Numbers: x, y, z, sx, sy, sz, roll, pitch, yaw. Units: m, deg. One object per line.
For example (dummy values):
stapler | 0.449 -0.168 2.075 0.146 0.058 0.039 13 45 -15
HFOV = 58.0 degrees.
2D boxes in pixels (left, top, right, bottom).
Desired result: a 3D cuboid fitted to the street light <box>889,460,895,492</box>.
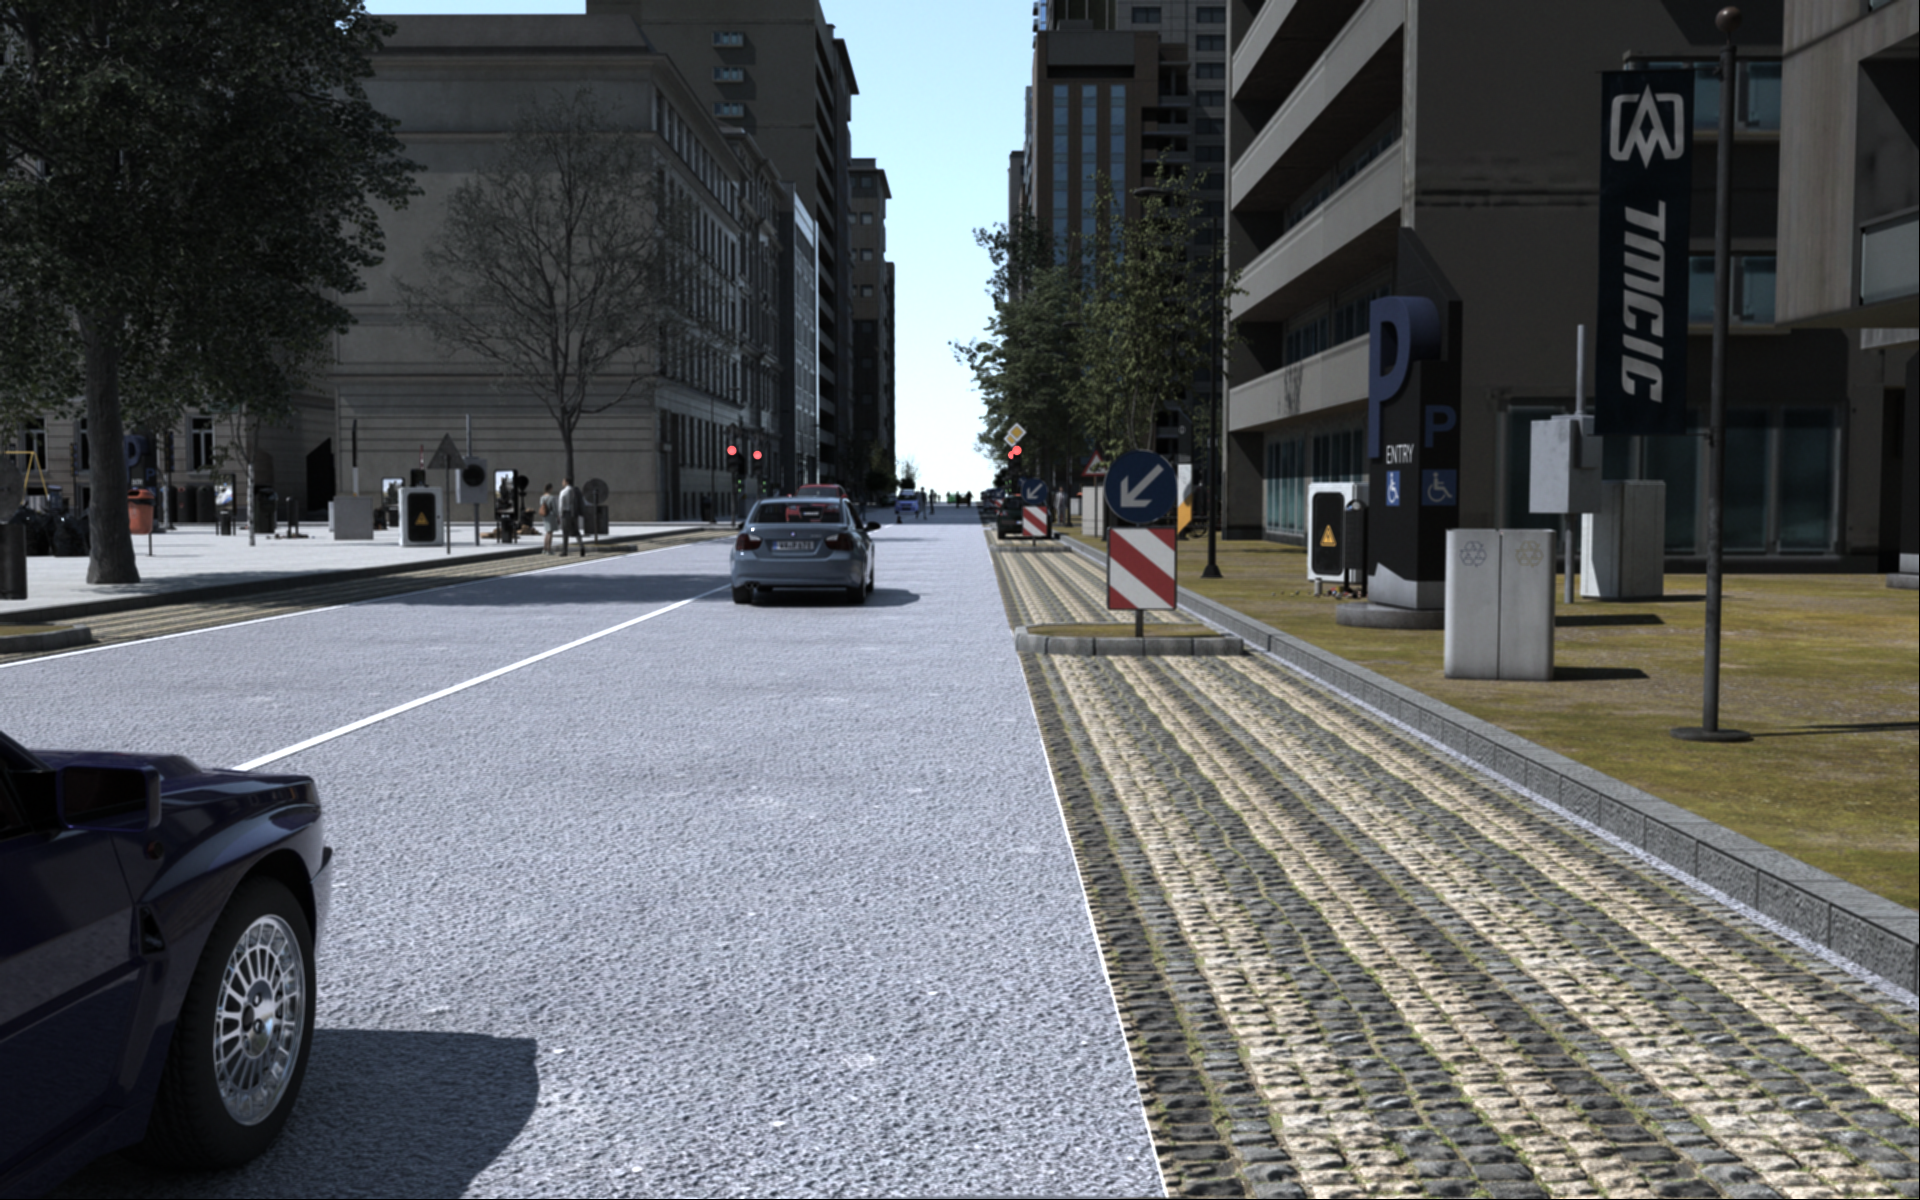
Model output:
street light | -9.136 -14.781 214.210 1.470 5.913 1.316 0 4 0

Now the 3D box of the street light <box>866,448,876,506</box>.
street light | -9.465 -12.291 173.504 1.470 5.913 1.316 0 4 0

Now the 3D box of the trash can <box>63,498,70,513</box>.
trash can | -35.088 -3.418 67.542 0.748 1.137 0.748 0 3 0

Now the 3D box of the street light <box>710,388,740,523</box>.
street light | -10.272 -6.308 75.670 1.470 5.913 1.316 0 4 0

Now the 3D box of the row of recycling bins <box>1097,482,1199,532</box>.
row of recycling bins | 6.189 -3.171 58.951 3.534 1.692 1.069 1 4 23

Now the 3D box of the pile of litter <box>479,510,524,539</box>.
pile of litter | -13.326 -2.211 50.111 1.176 0.858 1.719 -1 4 -13

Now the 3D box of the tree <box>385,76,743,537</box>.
tree | -11.695 -8.635 51.551 12.009 13.543 11.850 0 3 0

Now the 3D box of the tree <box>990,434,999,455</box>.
tree | 4.748 -11.357 136.056 4.737 8.622 4.395 0 3 0

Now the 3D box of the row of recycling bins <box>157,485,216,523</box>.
row of recycling bins | -34.483 -4.232 76.303 3.534 1.692 1.069 0 4 6

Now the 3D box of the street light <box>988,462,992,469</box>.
street light | 5.130 -16.953 249.717 1.470 5.913 1.316 0 4 0

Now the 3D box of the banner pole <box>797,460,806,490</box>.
banner pole | -11.437 -8.305 125.803 0.863 3.779 0.401 -1 4 -17

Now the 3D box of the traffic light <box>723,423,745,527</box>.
traffic light | -8.862 -4.823 67.782 0.839 4.253 0.868 0 4 0

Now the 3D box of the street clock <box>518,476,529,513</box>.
street clock | -17.079 -3.856 67.623 0.471 2.002 0.358 0 4 -7

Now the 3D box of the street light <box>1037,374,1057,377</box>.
street light | 3.685 -5.778 67.008 1.470 5.913 1.316 0 4 0

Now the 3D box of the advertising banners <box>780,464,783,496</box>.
advertising banners | -10.540 -6.445 101.571 0.090 3.025 2.074 0 4 4

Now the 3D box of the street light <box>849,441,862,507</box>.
street light | -9.651 -10.990 152.224 1.470 5.913 1.316 0 4 0

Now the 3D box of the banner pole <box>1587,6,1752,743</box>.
banner pole | 3.724 -1.163 9.040 0.863 3.779 0.401 0 4 7

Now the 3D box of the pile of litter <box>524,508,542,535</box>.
pile of litter | -13.730 -2.463 54.232 1.176 0.858 1.719 -3 4 -39

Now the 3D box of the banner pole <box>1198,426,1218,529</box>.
banner pole | 9.162 -4.519 63.909 0.863 3.779 0.401 3 4 38

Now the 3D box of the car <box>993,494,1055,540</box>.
car | 2.056 -2.805 55.655 2.009 1.686 4.222 0 4 1

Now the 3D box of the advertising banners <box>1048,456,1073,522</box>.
advertising banners | 4.595 -5.056 78.854 0.090 3.025 2.074 2 4 35

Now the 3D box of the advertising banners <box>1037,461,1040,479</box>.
advertising banners | 4.433 -5.940 93.303 0.090 3.025 2.074 1 4 20

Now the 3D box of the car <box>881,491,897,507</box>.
car | -7.701 -11.102 190.321 1.959 1.807 4.718 0 4 1

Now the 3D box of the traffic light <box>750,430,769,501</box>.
traffic light | -8.800 -5.312 75.767 0.839 4.253 0.868 0 4 0

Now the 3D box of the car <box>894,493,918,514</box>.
car | -3.905 -7.199 127.291 1.945 1.707 3.694 0 4 -1

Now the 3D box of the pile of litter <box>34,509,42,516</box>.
pile of litter | -26.677 -2.185 49.686 1.719 0.858 1.176 -2 4 -35

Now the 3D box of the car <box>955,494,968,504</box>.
car | 0.416 -12.878 220.780 2.015 1.641 3.980 0 4 0

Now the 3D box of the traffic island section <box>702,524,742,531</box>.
traffic island section | -8.902 -2.791 67.917 2.009 0.180 2.903 0 4 0

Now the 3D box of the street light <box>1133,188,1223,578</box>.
street light | 3.328 -3.297 26.447 1.470 5.913 1.316 0 4 0

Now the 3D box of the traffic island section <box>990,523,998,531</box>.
traffic island section | 2.239 -2.786 67.827 2.009 0.180 2.903 0 4 0

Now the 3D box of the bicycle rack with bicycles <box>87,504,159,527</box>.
bicycle rack with bicycles | -28.815 -2.839 59.807 2.852 0.926 2.925 -2 4 -24

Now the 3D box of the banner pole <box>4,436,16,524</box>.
banner pole | -41.308 -5.221 75.379 0.401 3.779 0.863 0 4 7

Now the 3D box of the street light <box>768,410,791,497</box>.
street light | -10.056 -7.539 95.808 1.470 5.913 1.316 0 4 0

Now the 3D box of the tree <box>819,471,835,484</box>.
tree | -10.514 -8.889 139.941 1.663 3.219 1.824 0 3 0

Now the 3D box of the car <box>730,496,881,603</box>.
car | -2.120 -0.732 23.976 2.014 1.417 4.499 0 4 0

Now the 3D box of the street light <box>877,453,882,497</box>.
street light | -9.449 -13.549 194.072 1.470 5.913 1.316 0 4 0

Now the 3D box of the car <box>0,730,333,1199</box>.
car | -2.391 0.612 2.567 1.945 1.354 3.894 0 4 2

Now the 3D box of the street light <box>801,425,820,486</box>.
street light | -10.085 -8.790 116.259 1.470 5.913 1.316 0 4 0

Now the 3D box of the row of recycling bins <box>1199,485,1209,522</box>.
row of recycling bins | 10.342 -4.358 78.366 1.069 1.692 3.534 2 4 25

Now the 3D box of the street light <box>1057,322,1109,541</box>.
street light | 3.456 -4.546 46.870 1.470 5.913 1.316 0 4 0

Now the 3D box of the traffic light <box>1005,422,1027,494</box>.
traffic light | 2.199 -4.819 67.713 0.839 4.253 0.868 0 4 0

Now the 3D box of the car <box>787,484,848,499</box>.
car | -5.243 -3.423 64.634 2.281 1.827 5.304 0 4 2

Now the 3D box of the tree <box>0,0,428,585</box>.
tree | -12.117 -7.205 24.451 9.857 13.997 8.962 0 3 0

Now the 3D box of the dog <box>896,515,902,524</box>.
dog | -3.028 -3.911 84.131 0.550 0.427 0.748 2 4 29

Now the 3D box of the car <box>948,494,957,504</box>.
car | -0.736 -14.329 243.081 1.959 1.807 4.718 0 4 -1

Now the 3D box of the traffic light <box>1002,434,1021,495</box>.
traffic light | 2.261 -5.307 75.698 0.839 4.253 0.868 0 4 0

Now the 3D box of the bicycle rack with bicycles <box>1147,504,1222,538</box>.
bicycle rack with bicycles | 6.618 -2.318 51.278 2.925 0.926 2.852 1 4 23

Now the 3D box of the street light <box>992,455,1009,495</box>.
street light | 4.833 -14.329 206.814 1.470 5.913 1.316 0 4 0

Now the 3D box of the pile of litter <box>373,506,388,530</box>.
pile of litter | -20.989 -2.929 61.849 1.176 0.858 1.719 0 4 -4

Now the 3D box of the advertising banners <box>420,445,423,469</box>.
advertising banners | -18.781 -3.957 60.887 0.090 3.025 2.074 -2 4 -25

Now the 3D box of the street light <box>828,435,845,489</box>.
street light | -9.838 -10.071 137.202 1.470 5.913 1.316 0 4 0

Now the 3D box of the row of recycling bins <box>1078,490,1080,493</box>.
row of recycling bins | 9.539 -7.627 131.814 1.069 1.692 3.534 1 4 12

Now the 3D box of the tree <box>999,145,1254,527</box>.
tree | 4.135 -5.341 37.681 4.737 8.622 4.395 0 3 0

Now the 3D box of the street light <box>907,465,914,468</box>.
street light | -8.514 -19.799 296.254 1.470 5.913 1.316 0 4 0
